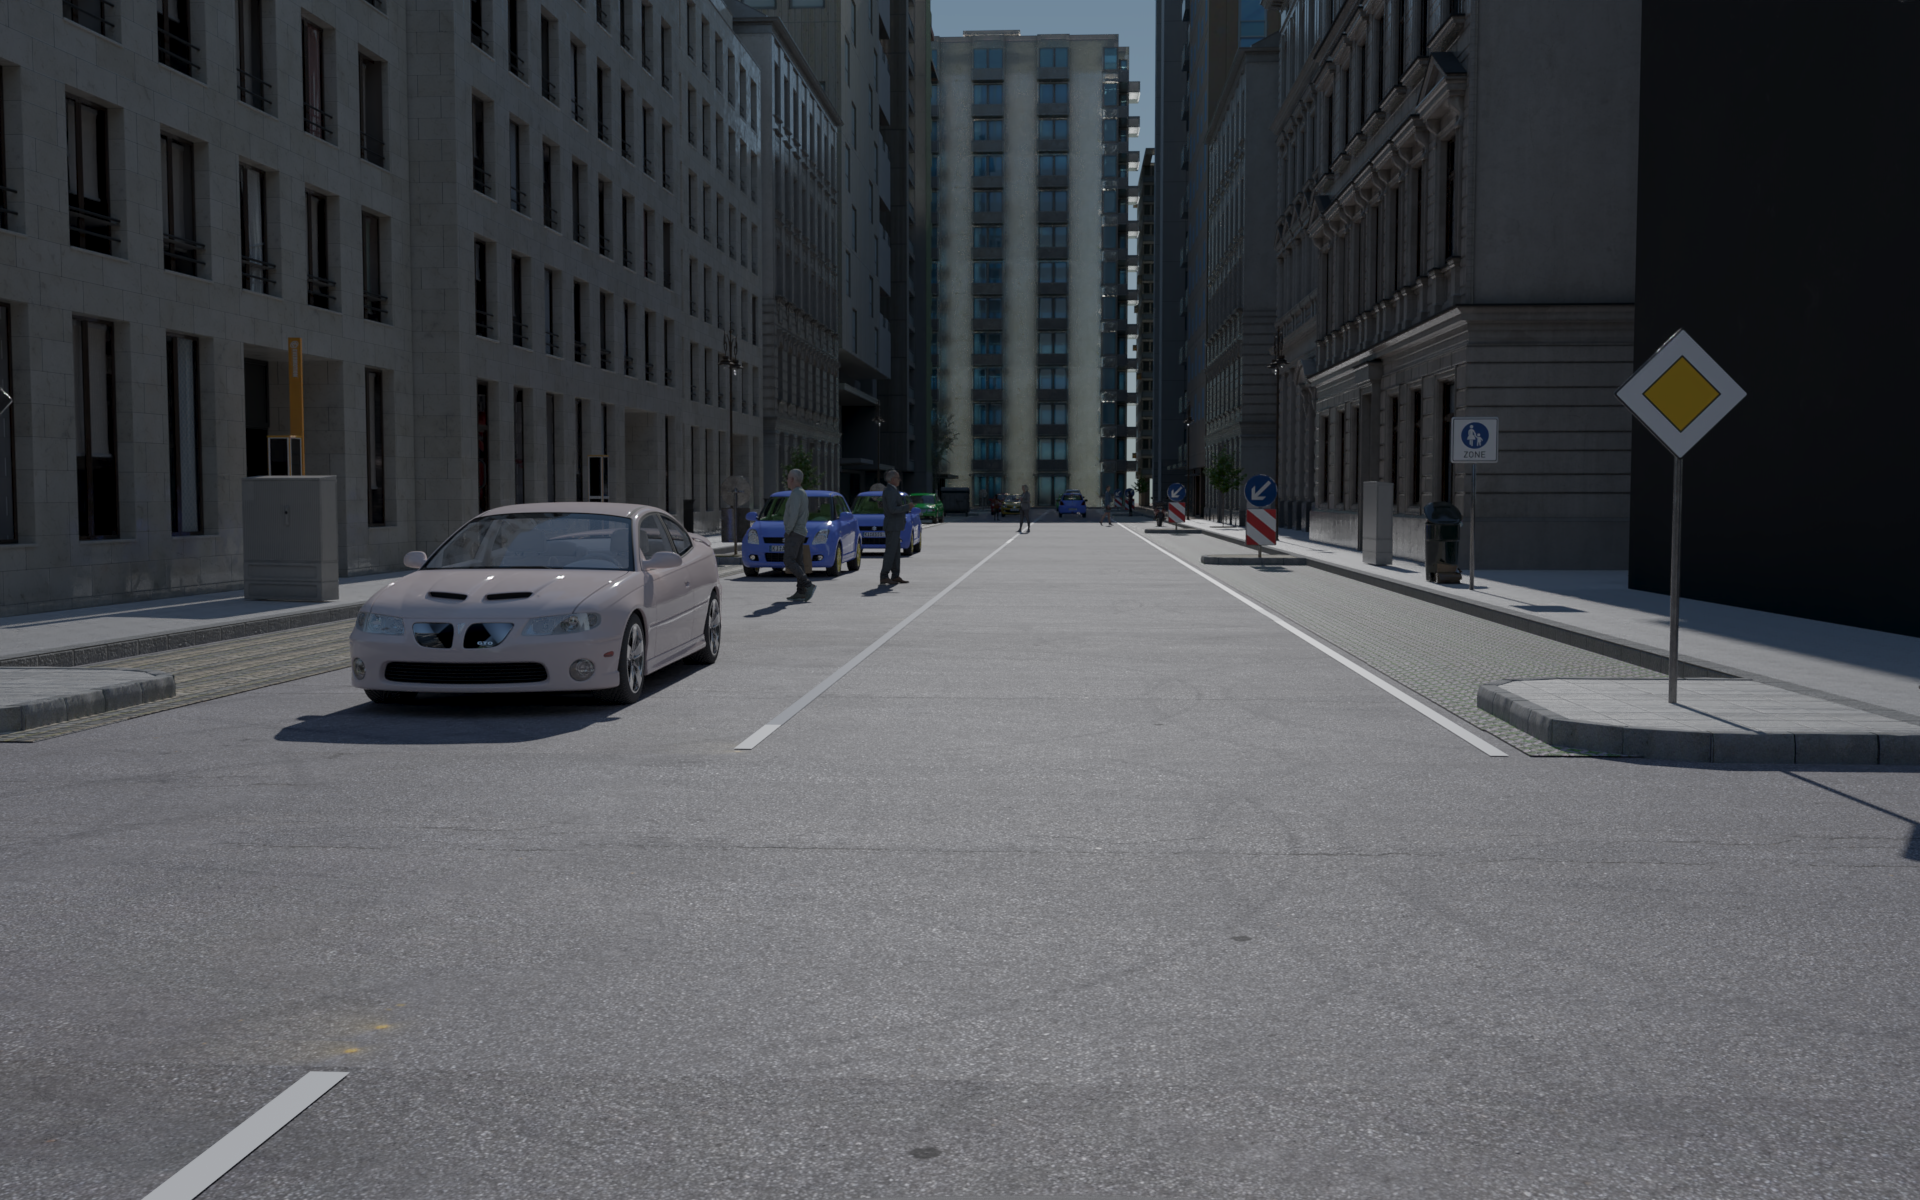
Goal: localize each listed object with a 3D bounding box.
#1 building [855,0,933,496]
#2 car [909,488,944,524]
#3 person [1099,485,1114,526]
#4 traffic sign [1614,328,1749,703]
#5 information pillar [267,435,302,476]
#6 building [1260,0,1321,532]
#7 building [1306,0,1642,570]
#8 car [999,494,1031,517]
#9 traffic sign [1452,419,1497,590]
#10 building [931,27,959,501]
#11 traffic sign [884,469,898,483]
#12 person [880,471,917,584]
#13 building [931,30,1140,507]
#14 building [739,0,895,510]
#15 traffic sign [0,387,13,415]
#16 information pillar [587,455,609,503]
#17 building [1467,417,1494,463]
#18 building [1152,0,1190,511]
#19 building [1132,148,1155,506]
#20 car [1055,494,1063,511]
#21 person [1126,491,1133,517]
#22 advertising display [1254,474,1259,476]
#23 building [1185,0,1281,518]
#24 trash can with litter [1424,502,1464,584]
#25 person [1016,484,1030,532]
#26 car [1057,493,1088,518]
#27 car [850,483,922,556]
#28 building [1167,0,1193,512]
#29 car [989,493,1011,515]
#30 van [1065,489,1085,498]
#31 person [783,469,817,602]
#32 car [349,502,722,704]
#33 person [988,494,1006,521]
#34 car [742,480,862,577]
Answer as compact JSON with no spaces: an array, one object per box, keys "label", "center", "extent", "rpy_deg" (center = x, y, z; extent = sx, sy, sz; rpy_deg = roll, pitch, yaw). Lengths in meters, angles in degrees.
[{"label":"building","center":[-9.490,-26.742,120.823],"extent":[14.154,41.232,14.086],"rpy_deg":[0,4,4]},{"label":"car","center":[-1.821,-4.627,84.447],"extent":[1.959,1.807,4.718],"rpy_deg":[0,4,5]},{"label":"person","center":[6.667,-4.290,78.671],"extent":[0.654,1.822,0.581],"rpy_deg":[1,4,20]},{"label":"traffic sign","center":[4.373,-0.424,10.573],"extent":[0.795,2.450,0.064],"rpy_deg":[0,4,4]},{"label":"information pillar","center":[-8.515,-1.064,21.893],"extent":[0.304,2.012,0.304],"rpy_deg":[0,4,7]},{"label":"building","center":[16.399,-13.938,56.766],"extent":[11.050,23.489,19.941],"rpy_deg":[0,4,4]},{"label":"building","center":[13.680,-10.571,37.456],"extent":[10.561,19.102,19.286],"rpy_deg":[0,4,4]},{"label":"car","center":[3.464,-6.029,108.798],"extent":[2.015,1.641,3.980],"rpy_deg":[0,4,3]},{"label":"traffic sign","center":[6.835,-1.281,23.068],"extent":[0.606,2.300,0.079],"rpy_deg":[0,4,6]},{"label":"building","center":[-15.215,-30.394,151.568],"extent":[28.867,44.769,22.147],"rpy_deg":[0,4,4]},{"label":"traffic sign","center":[-3.453,-5.294,86.663],"extent":[0.768,2.556,0.104],"rpy_deg":[1,4,12]},{"label":"person","center":[-0.990,-1.154,27.547],"extent":[0.590,1.801,0.661],"rpy_deg":[-1,4,-9]},{"label":"building","center":[3.321,-34.386,181.817],"extent":[30.456,49.044,23.786],"rpy_deg":[0,4,4]},{"label":"building","center":[-18.494,-31.254,100.248],"extent":[28.713,52.752,27.495],"rpy_deg":[0,4,4]},{"label":"traffic sign","center":[-6.548,-0.467,11.286],"extent":[0.795,2.450,0.064],"rpy_deg":[0,4,4]},{"label":"information pillar","center":[-6.843,-1.732,32.812],"extent":[0.304,2.012,0.304],"rpy_deg":[1,4,11]},{"label":"building","center":[52.925,-23.189,150.845],"extent":[14.107,30.474,14.160],"rpy_deg":[0,4,4]},{"label":"building","center":[26.789,-36.860,144.656],"extent":[21.231,58.520,28.212],"rpy_deg":[0,4,4]},{"label":"building","center":[30.757,-30.134,184.565],"extent":[23.993,40.220,32.217],"rpy_deg":[0,4,4]},{"label":"car","center":[8.888,-8.255,143.759],"extent":[1.959,1.807,4.718],"rpy_deg":[0,4,3]},{"label":"person","center":[10.754,-6.100,109.712],"extent":[0.415,1.643,0.593],"rpy_deg":[0,4,3]},{"label":"advertising display","center":[9.716,-3.143,56.605],"extent":[0.123,1.923,0.974],"rpy_deg":[0,4,3]},{"label":"building","center":[19.734,-27.091,93.047],"extent":[14.600,45.320,14.200],"rpy_deg":[0,4,4]},{"label":"trash can with litter","center":[7.086,-0.839,25.108],"extent":[0.624,1.170,1.055],"rpy_deg":[0,4,3]},{"label":"person","center":[2.402,-3.438,64.892],"extent":[0.526,1.800,0.537],"rpy_deg":[-2,4,-24]},{"label":"car","center":[6.904,-5.926,106.483],"extent":[1.945,1.707,3.694],"rpy_deg":[0,4,3]},{"label":"car","center":[-1.866,-1.951,41.489],"extent":[1.945,1.707,3.694],"rpy_deg":[0,4,3]},{"label":"building","center":[26.391,-30.324,115.408],"extent":[23.786,49.044,30.456],"rpy_deg":[0,4,4]},{"label":"car","center":[3.068,-6.701,118.602],"extent":[2.155,1.783,4.494],"rpy_deg":[0,4,4]},{"label":"van","center":[10.175,-9.087,155.586],"extent":[2.013,2.044,4.112],"rpy_deg":[0,4,6]},{"label":"person","center":[-2.153,-0.881,23.387],"extent":[0.515,1.767,0.782],"rpy_deg":[0,4,4]},{"label":"car","center":[-3.056,-0.060,13.348],"extent":[2.083,1.381,4.827],"rpy_deg":[0,4,3]},{"label":"person","center":[1.984,-5.020,93.837],"extent":[1.065,1.426,0.557],"rpy_deg":[-2,4,-25]},{"label":"car","center":[-2.824,-1.325,31.253],"extent":[1.945,1.707,3.694],"rpy_deg":[0,4,5]}]
